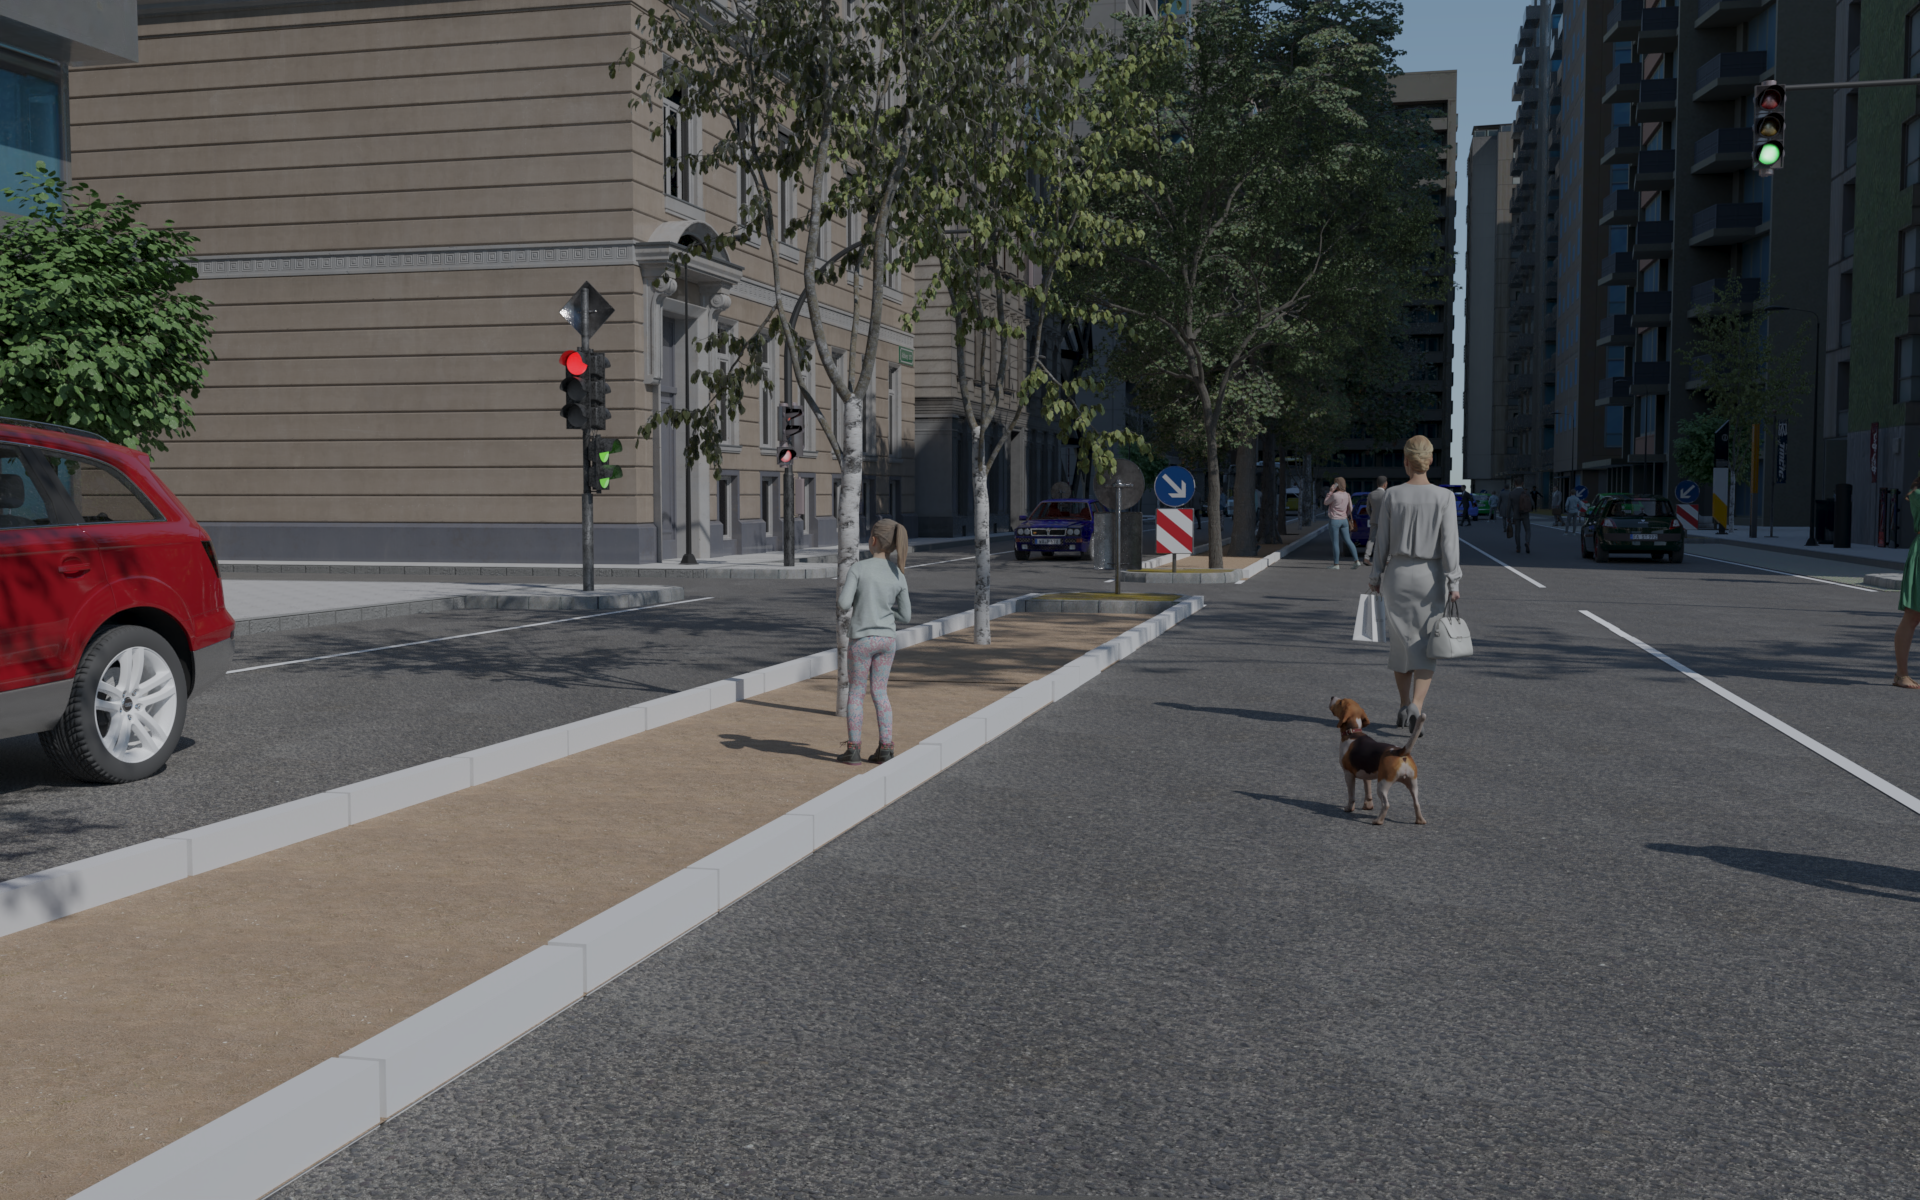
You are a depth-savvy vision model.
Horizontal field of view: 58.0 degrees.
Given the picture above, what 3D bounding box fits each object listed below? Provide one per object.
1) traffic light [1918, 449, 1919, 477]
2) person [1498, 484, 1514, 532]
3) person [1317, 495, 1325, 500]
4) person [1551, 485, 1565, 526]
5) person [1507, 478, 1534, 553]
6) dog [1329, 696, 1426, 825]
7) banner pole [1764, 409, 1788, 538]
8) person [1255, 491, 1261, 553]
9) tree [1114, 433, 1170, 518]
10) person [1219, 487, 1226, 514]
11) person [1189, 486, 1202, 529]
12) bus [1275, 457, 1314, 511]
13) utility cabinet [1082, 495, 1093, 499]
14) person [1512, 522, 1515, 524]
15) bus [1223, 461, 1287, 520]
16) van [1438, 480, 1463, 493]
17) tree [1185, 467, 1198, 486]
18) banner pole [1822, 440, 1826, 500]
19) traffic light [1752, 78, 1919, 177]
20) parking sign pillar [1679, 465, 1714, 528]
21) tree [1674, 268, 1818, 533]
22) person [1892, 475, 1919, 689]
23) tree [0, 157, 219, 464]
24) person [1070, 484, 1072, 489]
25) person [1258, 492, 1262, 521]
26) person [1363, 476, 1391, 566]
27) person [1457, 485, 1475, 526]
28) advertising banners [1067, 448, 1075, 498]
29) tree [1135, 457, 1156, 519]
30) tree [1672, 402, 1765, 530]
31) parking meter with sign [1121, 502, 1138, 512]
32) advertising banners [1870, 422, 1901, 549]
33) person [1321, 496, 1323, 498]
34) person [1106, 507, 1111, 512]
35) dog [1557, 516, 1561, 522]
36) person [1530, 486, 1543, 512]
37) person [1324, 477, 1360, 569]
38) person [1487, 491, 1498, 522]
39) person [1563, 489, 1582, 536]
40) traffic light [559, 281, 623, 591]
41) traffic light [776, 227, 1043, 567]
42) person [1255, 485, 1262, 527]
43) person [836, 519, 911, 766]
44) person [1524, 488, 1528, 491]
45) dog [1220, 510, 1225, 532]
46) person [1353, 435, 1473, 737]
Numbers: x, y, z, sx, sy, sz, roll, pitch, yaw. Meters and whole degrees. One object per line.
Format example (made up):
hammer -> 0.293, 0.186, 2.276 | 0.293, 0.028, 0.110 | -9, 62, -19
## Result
traffic light -> 15.023, -2.282, 26.225 | 0.839, 4.253, 0.868 | 1, 4, 14
person -> 20.522, -3.444, 64.910 | 0.694, 1.812, 0.767 | 2, 4, 26
person -> 32.886, -9.028, 156.628 | 1.217, 1.766, 0.721 | 2, 4, 33
person -> 26.234, -4.133, 76.194 | 0.853, 1.813, 0.709 | -2, 4, -27
person -> 13.592, -2.053, 42.025 | 0.622, 1.834, 0.822 | 1, 4, 15
dog -> 1.839, 0.711, 7.659 | 0.540, 0.507, 0.406 | 2, 4, 30
banner pole -> 24.074, -3.728, 50.970 | 0.401, 3.779, 0.863 | -1, 4, -9
person -> 6.955, -2.028, 41.517 | 0.748, 1.841, 0.638 | -1, 4, -18
tree -> 9.732, -6.710, 93.420 | 4.285, 4.588, 4.351 | 0, 3, 0
person -> 12.446, -4.519, 82.648 | 0.793, 1.790, 0.793 | 0, 4, -3
person -> 9.468, -3.762, 70.402 | 0.661, 1.777, 0.834 | -3, 5, -44
bus -> 22.368, -7.688, 117.242 | 2.896, 3.916, 12.252 | 1, 4, 14
utility cabinet -> 6.935, -5.057, 93.846 | 0.306, 1.237, 1.020 | 2, 4, 24
person -> 26.211, -4.447, 81.391 | 0.419, 1.800, 0.721 | -1, 4, -19
bus -> 16.582, -6.206, 96.321 | 2.948, 3.499, 13.247 | 1, 4, 13
van -> 32.693, -6.786, 115.330 | 2.240, 2.365, 5.245 | 1, 4, 15
tree -> 14.341, -7.070, 110.203 | 1.663, 3.219, 1.824 | 0, 3, 0
banner pole -> 32.351, -4.576, 64.832 | 0.401, 3.779, 0.863 | 2, 4, 29
traffic light -> 11.074, -2.701, 18.824 | 4.771, 5.953, 1.251 | 1, 4, 14
parking sign pillar -> 27.733, -4.693, 65.200 | 1.447, 3.967, 1.447 | -1, 4, -19
tree -> 25.890, -6.540, 57.298 | 4.737, 8.622, 4.395 | 0, 3, 0
person -> 7.152, -0.242, 12.710 | 0.600, 1.795, 0.529 | -2, 4, -29
tree -> -8.946, -2.047, 17.182 | 4.285, 4.588, 4.351 | 0, 3, 0
person -> 5.938, -5.274, 92.524 | 0.529, 1.795, 0.600 | -2, 4, -25
person -> 15.337, -4.896, 88.773 | 0.699, 1.804, 1.509 | 3, 5, 40
person -> 8.365, -1.578, 34.579 | 0.850, 1.792, 0.678 | -3, 5, -40
person -> 22.419, -4.204, 77.005 | 0.755, 1.850, 0.659 | -1, 4, -8
advertising banners -> 4.244, -4.295, 66.415 | 0.090, 3.025, 2.074 | 1, 4, 10
tree -> 9.256, -5.817, 89.715 | 1.663, 3.219, 1.824 | 0, 3, 0
tree -> 27.024, -4.782, 61.904 | 4.285, 4.588, 4.351 | 0, 3, 0
parking meter with sign -> 9.855, -6.479, 102.188 | 0.543, 3.016, 1.738 | 3, 4, 38
advertising banners -> 22.112, -2.768, 41.442 | 0.090, 3.025, 2.074 | 1, 4, 10
person -> 31.152, -8.426, 147.088 | 1.217, 1.723, 0.721 | 0, 4, 2
person -> 6.604, -4.332, 77.103 | 0.641, 1.798, 0.478 | 1, 4, 23
dog -> 29.256, -3.941, 84.622 | 0.550, 0.427, 0.748 | 2, 4, 30
person -> 41.096, -7.233, 123.940 | 1.348, 1.869, 0.705 | 1, 4, 19
person -> 7.313, -1.464, 33.029 | 0.593, 1.750, 0.643 | -2, 4, -32
person -> 27.365, -4.801, 88.815 | 0.589, 1.601, 0.330 | 1, 4, 18
person -> 21.170, -3.029, 59.842 | 0.589, 1.601, 0.330 | 1, 4, 11
traffic light -> -4.909, -2.075, 22.842 | 0.839, 4.253, 0.868 | 1, 4, 14
traffic light -> -0.960, -3.393, 30.138 | 4.771, 5.953, 1.251 | 1, 4, 14
person -> 12.826, -4.062, 74.752 | 0.661, 1.843, 0.795 | -2, 4, -24
person -> -0.482, 0.224, 9.124 | 0.394, 1.301, 0.425 | 3, 5, 44
person -> 44.240, -7.898, 135.898 | 0.721, 1.743, 1.217 | 3, 4, 37
dog -> 9.812, -3.007, 66.004 | 0.800, 0.831, 0.513 | -2, 4, -27
person -> 2.688, -0.093, 10.371 | 0.694, 1.780, 0.624 | 3, 4, 38
